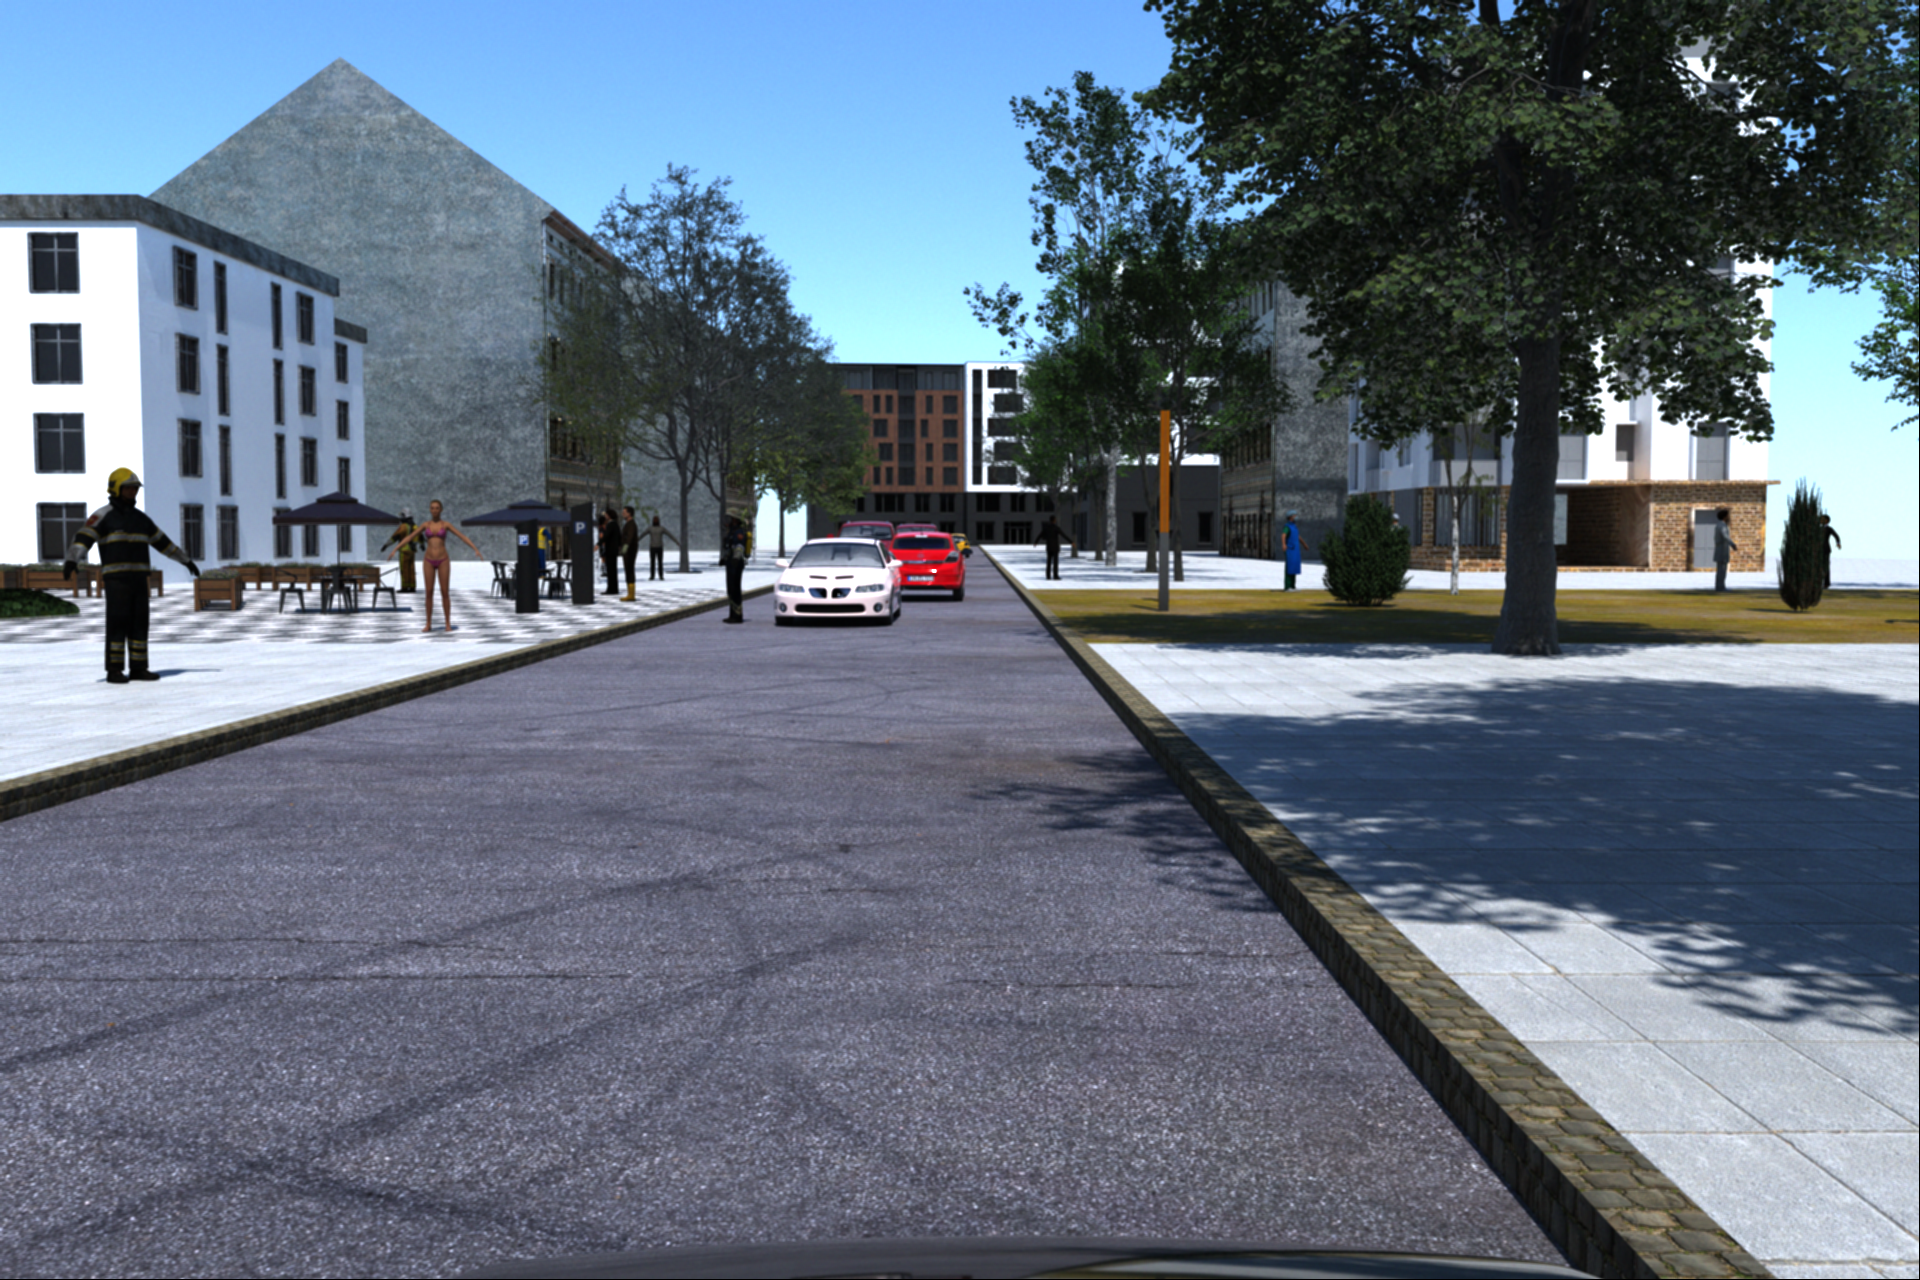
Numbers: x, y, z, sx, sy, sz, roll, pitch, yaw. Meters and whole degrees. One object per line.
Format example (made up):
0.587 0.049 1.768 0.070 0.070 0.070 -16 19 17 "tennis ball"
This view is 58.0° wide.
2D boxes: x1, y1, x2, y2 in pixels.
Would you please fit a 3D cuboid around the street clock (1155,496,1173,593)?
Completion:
3.877 -1.734 32.923 0.358 2.002 0.471 0 4 0 "street clock"

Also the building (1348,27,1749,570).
21.329 -13.120 70.939 16.016 20.090 11.380 0 3 0 "building"

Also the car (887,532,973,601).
-0.795 -1.794 38.368 2.155 1.783 4.494 0 4 1 "car"

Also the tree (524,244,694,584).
-9.495 -5.762 44.572 4.360 8.622 3.978 0 3 0 "tree"

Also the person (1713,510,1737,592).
16.927 -1.969 38.385 0.705 1.806 1.347 1 4 10 "person"

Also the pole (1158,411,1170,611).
3.385 -2.132 28.710 0.158 3.312 0.155 0 3 0 "pole"

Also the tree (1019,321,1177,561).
6.675 -9.586 82.489 9.928 11.665 9.643 0 3 0 "tree"

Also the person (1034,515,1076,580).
2.604 -2.578 48.382 1.346 1.802 0.704 2 4 35 "person"

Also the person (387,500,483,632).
-6.892 -0.977 22.780 1.217 1.733 0.721 -1 4 -9 "person"

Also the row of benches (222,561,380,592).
-14.821 -1.446 39.098 4.104 0.672 1.422 1 4 22 "row of benches"

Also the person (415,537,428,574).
-17.593 -2.993 55.205 1.348 1.796 0.705 0 4 -5 "person"

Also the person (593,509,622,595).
-7.397 -1.861 36.621 0.705 1.806 1.347 1 4 10 "person"

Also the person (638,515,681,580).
-8.447 -2.572 48.175 1.348 1.813 0.705 0 4 -4 "person"

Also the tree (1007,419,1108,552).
7.121 -11.407 120.910 8.767 10.594 7.601 3 4 37 "tree"

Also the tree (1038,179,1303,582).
5.594 -6.856 46.506 7.601 10.594 8.767 -1 4 -18 "tree"

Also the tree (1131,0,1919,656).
6.141 -6.829 18.309 9.857 13.997 8.962 0 3 0 "tree"

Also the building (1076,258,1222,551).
23.573 -18.398 144.787 27.936 21.610 32.646 0 3 0 "building"

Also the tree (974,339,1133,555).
5.975 -12.132 108.729 12.009 13.543 11.850 0 3 0 "tree"

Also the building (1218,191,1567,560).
24.624 -16.038 93.157 19.493 23.208 18.063 0 4 0 "building"

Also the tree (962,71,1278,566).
6.545 -13.070 69.577 12.611 20.169 13.585 0 3 0 "tree"

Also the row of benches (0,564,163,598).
-18.291 -1.192 34.949 4.104 0.672 1.422 0 4 -1 "row of benches"

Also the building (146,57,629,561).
-28.516 -15.809 89.404 19.493 23.208 18.063 0 3 0 "building"

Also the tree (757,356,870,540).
-9.819 -11.783 110.777 7.486 12.596 7.792 0 3 0 "tree"

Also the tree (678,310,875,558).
-9.477 -11.138 92.478 12.009 13.543 11.850 0 3 0 "tree"

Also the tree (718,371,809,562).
-9.180 -7.827 78.342 4.737 8.622 4.395 0 3 0 "tree"

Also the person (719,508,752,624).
-3.658 -1.199 27.837 0.705 1.856 1.354 -1 4 -17 "person"

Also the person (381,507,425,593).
-12.042 -1.950 37.652 0.705 1.858 1.354 1 4 22 "person"

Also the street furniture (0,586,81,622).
-16.318 -0.461 23.169 5.734 0.657 10.072 0 4 5 "street furniture"

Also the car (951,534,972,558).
-0.284 -5.817 105.323 2.015 1.641 3.980 0 4 -1 "car"

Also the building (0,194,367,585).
-24.914 -7.023 56.971 9.099 9.664 28.070 0 4 0 "building"

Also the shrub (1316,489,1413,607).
7.143 -1.624 30.594 1.661 2.075 1.752 0 3 0 "shrub"

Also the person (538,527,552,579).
-12.103 -2.643 49.676 1.216 1.772 0.721 3 4 36 "person"

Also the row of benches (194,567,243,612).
-13.041 -0.921 30.526 1.422 0.672 4.104 -1 4 -21 "row of benches"

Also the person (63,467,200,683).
-7.215 -0.566 15.017 0.704 1.858 1.351 2 4 25 "person"

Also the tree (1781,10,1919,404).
19.352 -6.508 32.158 9.928 11.665 9.643 0 3 0 "tree"

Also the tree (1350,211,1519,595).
10.636 -5.264 36.426 4.360 8.622 3.978 0 3 0 "tree"

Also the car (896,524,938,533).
-1.597 -3.366 63.704 2.281 1.827 5.304 0 4 0 "car"

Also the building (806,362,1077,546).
-2.794 -22.684 217.318 32.646 21.610 27.936 0 4 -6 "building"

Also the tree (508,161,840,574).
-9.016 -8.946 56.630 12.009 13.543 11.850 0 3 0 "tree"

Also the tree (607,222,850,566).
-9.613 -9.705 69.048 12.009 13.543 11.850 0 3 0 "tree"

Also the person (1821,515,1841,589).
20.264 -2.083 40.784 0.721 1.740 1.216 -1 4 -18 "person"

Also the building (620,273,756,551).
-27.447 -19.121 143.554 19.493 23.208 18.063 0 4 1 "building"

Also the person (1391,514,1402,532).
12.118 -2.600 48.370 1.347 1.847 0.705 -3 4 -36 "person"

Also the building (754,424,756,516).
-26.397 -19.032 167.587 16.016 20.090 11.380 0 4 1 "building"

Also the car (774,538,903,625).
-1.965 -1.003 28.756 2.083 1.381 4.827 0 4 1 "car"

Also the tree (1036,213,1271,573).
6.282 -8.022 56.915 9.928 11.665 9.643 0 3 0 "tree"

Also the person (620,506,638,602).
-6.325 -1.641 32.961 0.704 1.812 1.346 -1 4 -11 "person"

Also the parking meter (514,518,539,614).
-7.015 -1.201 28.043 0.372 1.533 0.369 0 3 0 "parking meter"

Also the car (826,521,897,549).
-2.702 -2.562 50.556 2.281 1.827 5.304 0 4 0 "car"

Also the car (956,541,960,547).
-1.065 -5.031 94.047 2.131 1.459 4.920 0 4 1 "car"

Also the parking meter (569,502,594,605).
-6.878 -1.575 31.463 0.399 1.863 0.255 0 4 1 "parking meter"

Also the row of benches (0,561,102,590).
-20.752 -1.440 39.004 1.422 0.672 4.104 1 4 11 "row of benches"

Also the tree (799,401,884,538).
-9.045 -12.253 126.093 9.928 11.665 9.643 0 3 0 "tree"

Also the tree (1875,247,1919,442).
23.067 -5.474 39.861 4.737 8.622 4.395 0 3 0 "tree"

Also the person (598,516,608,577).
-10.633 -2.795 51.843 0.704 1.843 1.345 0 4 -6 "person"

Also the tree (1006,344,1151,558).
6.226 -10.180 92.204 9.928 11.665 9.643 0 3 0 "tree"

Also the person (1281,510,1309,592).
7.390 -1.977 38.456 0.704 1.817 1.347 2 4 33 "person"
